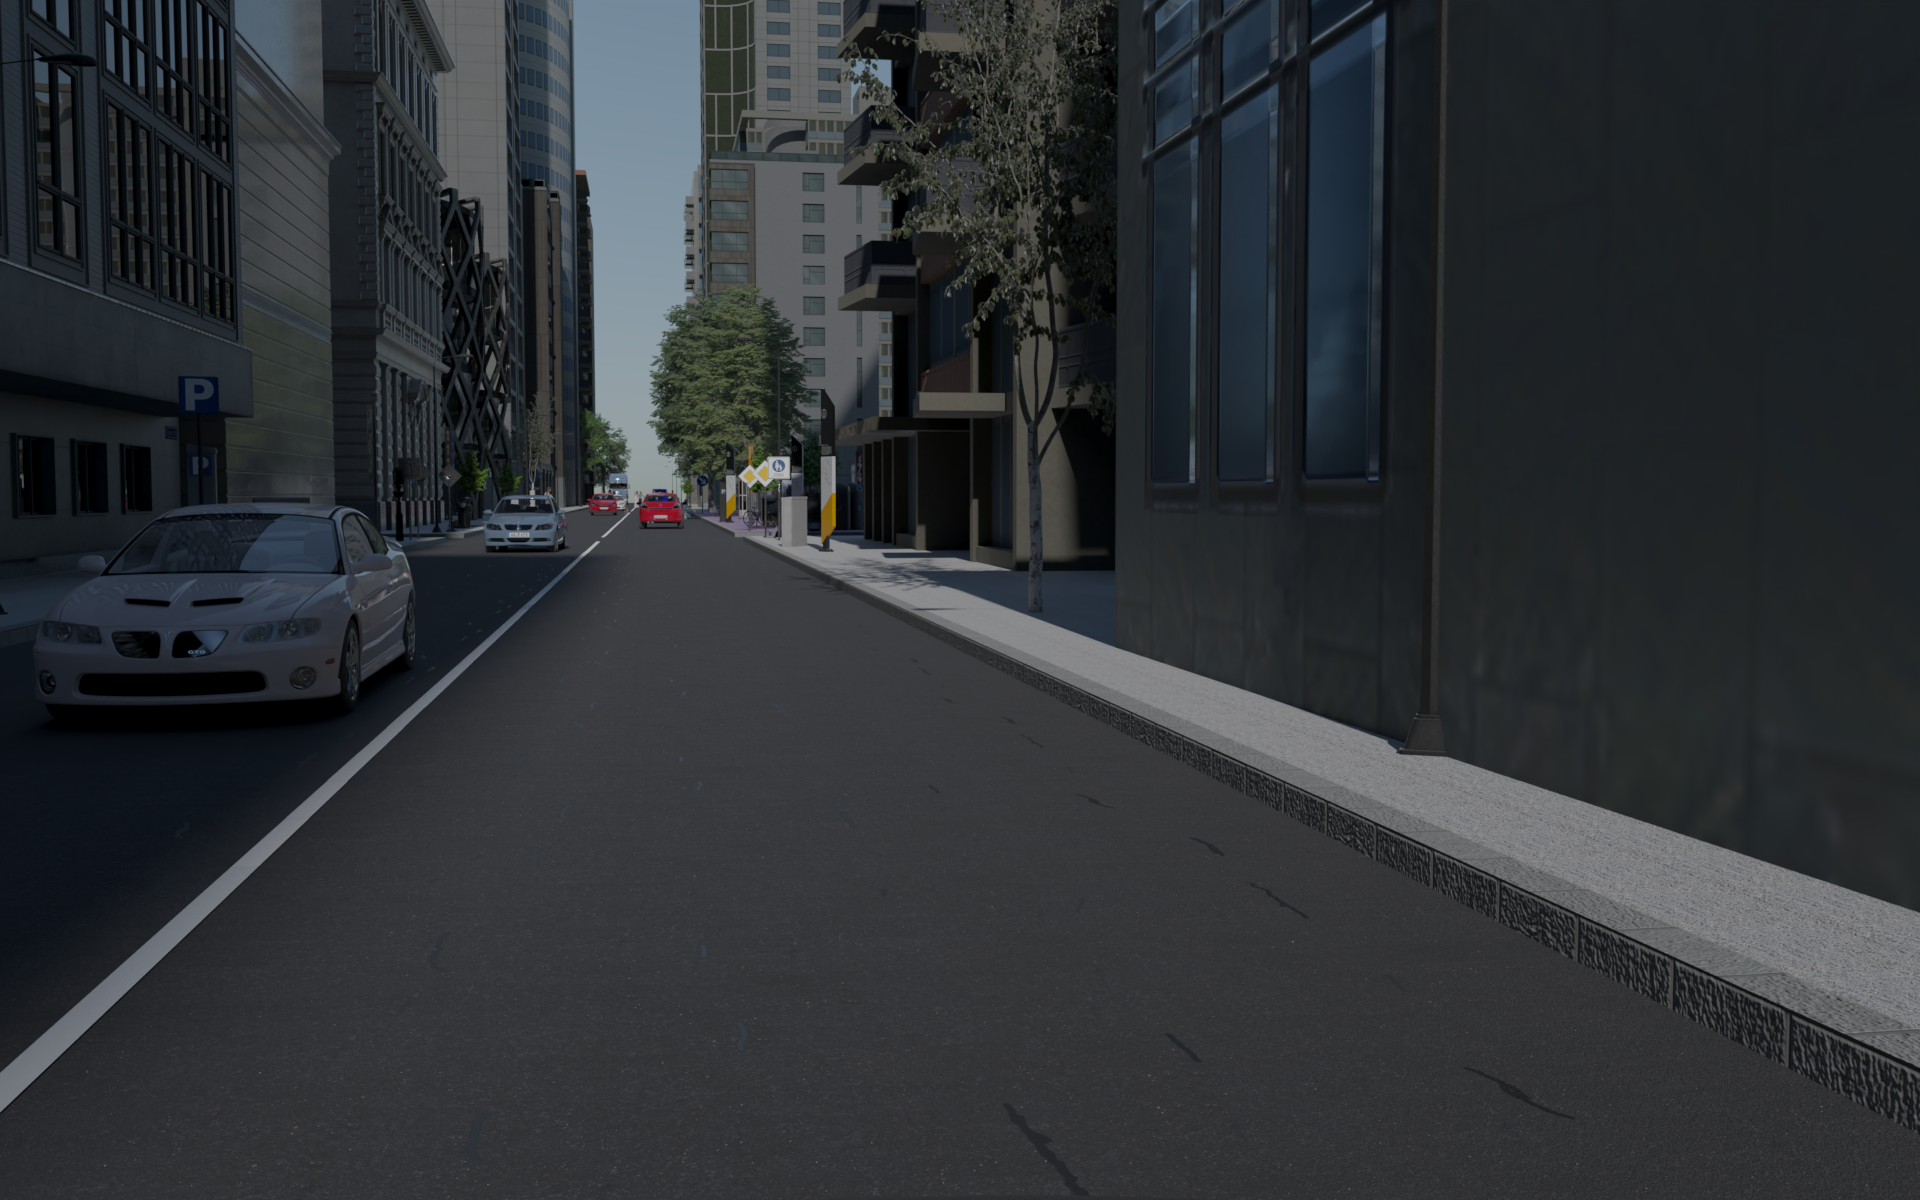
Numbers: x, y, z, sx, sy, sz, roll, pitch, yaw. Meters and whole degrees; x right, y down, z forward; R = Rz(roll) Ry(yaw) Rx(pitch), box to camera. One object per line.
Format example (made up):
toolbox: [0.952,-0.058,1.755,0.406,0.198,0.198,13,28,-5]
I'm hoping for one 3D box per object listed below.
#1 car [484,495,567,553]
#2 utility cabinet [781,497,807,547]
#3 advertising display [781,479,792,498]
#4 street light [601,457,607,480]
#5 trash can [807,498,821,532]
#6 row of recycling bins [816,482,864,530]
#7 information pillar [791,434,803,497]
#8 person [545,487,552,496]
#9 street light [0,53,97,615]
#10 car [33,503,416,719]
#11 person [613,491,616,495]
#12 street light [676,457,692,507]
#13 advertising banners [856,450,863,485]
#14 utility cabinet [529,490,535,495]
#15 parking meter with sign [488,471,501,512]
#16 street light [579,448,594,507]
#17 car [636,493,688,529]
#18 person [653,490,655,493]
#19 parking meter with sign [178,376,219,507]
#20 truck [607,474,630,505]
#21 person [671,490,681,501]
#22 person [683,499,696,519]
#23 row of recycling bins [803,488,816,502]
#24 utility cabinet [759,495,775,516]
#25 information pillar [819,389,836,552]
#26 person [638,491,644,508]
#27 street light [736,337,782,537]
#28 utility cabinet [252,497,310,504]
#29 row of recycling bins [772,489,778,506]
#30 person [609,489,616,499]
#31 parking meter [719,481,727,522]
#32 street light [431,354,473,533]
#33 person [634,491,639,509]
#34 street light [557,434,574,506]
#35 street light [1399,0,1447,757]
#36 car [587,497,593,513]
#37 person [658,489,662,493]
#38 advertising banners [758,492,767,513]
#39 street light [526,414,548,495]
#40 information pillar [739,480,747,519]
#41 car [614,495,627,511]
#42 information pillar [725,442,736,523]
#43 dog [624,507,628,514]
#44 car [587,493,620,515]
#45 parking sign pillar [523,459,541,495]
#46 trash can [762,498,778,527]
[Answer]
car: [-10.991,-1.956,43.983,2.014,1.417,4.499,-1,4,-8]
utility cabinet: [-4.054,-1.907,42.337,0.306,1.237,1.020,1,4,16]
advertising display: [-7.282,-4.226,74.314,0.974,1.923,0.123,-3,4,-37]
street light: [-45.165,-14.897,216.106,1.470,5.913,1.316,-1,4,-10]
trash can: [-4.991,-2.922,59.431,0.748,1.137,0.748,0,3,0]
row of recycling bins: [-3.652,-3.397,62.649,1.069,1.692,3.534,2,4,31]
information pillar: [-6.397,-4.688,67.997,0.504,3.616,0.183,1,4,19]
person: [-21.691,-5.054,91.234,0.778,1.811,0.616,-1,4,-19]
street light: [-9.798,-2.800,18.322,1.470,5.913,1.316,-1,4,-10]
car: [-5.147,-0.018,12.657,2.083,1.381,4.827,-1,4,-10]
person: [-31.689,-9.152,158.953,1.217,1.723,0.721,1,4,14]
street light: [-26.381,-11.810,165.630,1.470,5.913,1.316,-1,4,-10]
advertising banners: [-3.549,-4.401,68.141,0.090,3.025,2.074,-2,4,-35]
utility cabinet: [-25.333,-5.743,102.570,0.318,1.500,1.173,-1,4,-12]
parking meter with sign: [-33.275,-7.848,124.579,0.543,3.016,1.738,-3,5,-41]
street light: [-37.971,-12.435,175.859,1.470,5.913,1.316,-1,4,-10]
car: [-12.508,-3.890,72.639,2.155,1.783,4.494,-1,4,-8]
person: [-25.084,-8.147,142.227,1.217,1.766,0.721,-2,4,-26]
parking meter with sign: [-11.564,-1.848,26.468,0.543,3.016,1.738,-1,4,-21]
truck: [-46.246,-14.970,234.524,2.967,4.110,18.799,-1,4,-11]
person: [-22.420,-7.707,135.226,1.217,1.735,0.721,-1,4,-18]
person: [-15.633,-5.161,98.383,1.012,1.151,0.738,2,4,25]
row of recycling bins: [-10.792,-7.132,123.714,3.534,1.692,1.069,2,4,28]
utility cabinet: [-11.477,-5.608,102.856,0.306,1.237,1.020,3,5,44]
information pillar: [-2.926,-2.874,38.341,0.183,3.616,0.504,-3,4,-36]
person: [-34.089,-10.715,184.482,1.217,1.735,0.721,2,4,26]
street light: [-5.917,-4.825,51.424,1.470,5.913,1.316,-1,4,-10]
utility cabinet: [-13.176,-1.375,33.651,1.020,1.237,0.306,-2,4,-30]
row of recycling bins: [-13.516,-7.715,133.246,1.069,1.692,3.534,-2,4,-31]
person: [-29.323,-8.348,145.005,1.348,1.822,0.705,-3,5,-44]
parking meter: [-10.847,-4.517,79.559,0.399,1.863,0.255,0,4,-6]
street light: [-16.850,-5.195,57.471,1.470,5.913,1.316,-1,4,-10]
person: [-31.483,-9.755,168.660,0.551,1.740,0.621,3,5,39]
street light: [-30.323,-9.804,132.838,1.470,5.913,1.316,-1,4,-10]
street light: [1.803,-2.190,8.340,1.470,5.913,1.316,-1,4,-10]
car: [-28.001,-7.478,134.849,1.945,1.354,3.894,-1,4,-11]
person: [-24.259,-8.072,140.114,1.348,1.869,0.705,0,4,2]
advertising banners: [-13.333,-7.299,115.527,0.090,3.025,2.074,1,4,19]
street light: [-24.616,-7.835,100.645,1.470,5.913,1.316,-1,4,-10]
information pillar: [-11.112,-5.150,88.688,0.304,2.012,0.304,-3,5,-44]
car: [-29.710,-8.366,149.146,2.083,1.381,4.827,-1,4,-9]
information pillar: [-10.254,-5.264,77.415,0.504,3.616,0.183,2,4,35]
dog: [-23.739,-6.362,123.309,0.540,0.507,0.406,1,4,22]
car: [-24.165,-6.628,117.406,2.155,1.783,4.494,-1,4,-12]
parking sign pillar: [-31.644,-8.533,127.988,1.447,3.967,1.447,3,4,38]
trash can: [-7.312,-3.365,66.677,0.748,1.137,0.748,0,3,0]
